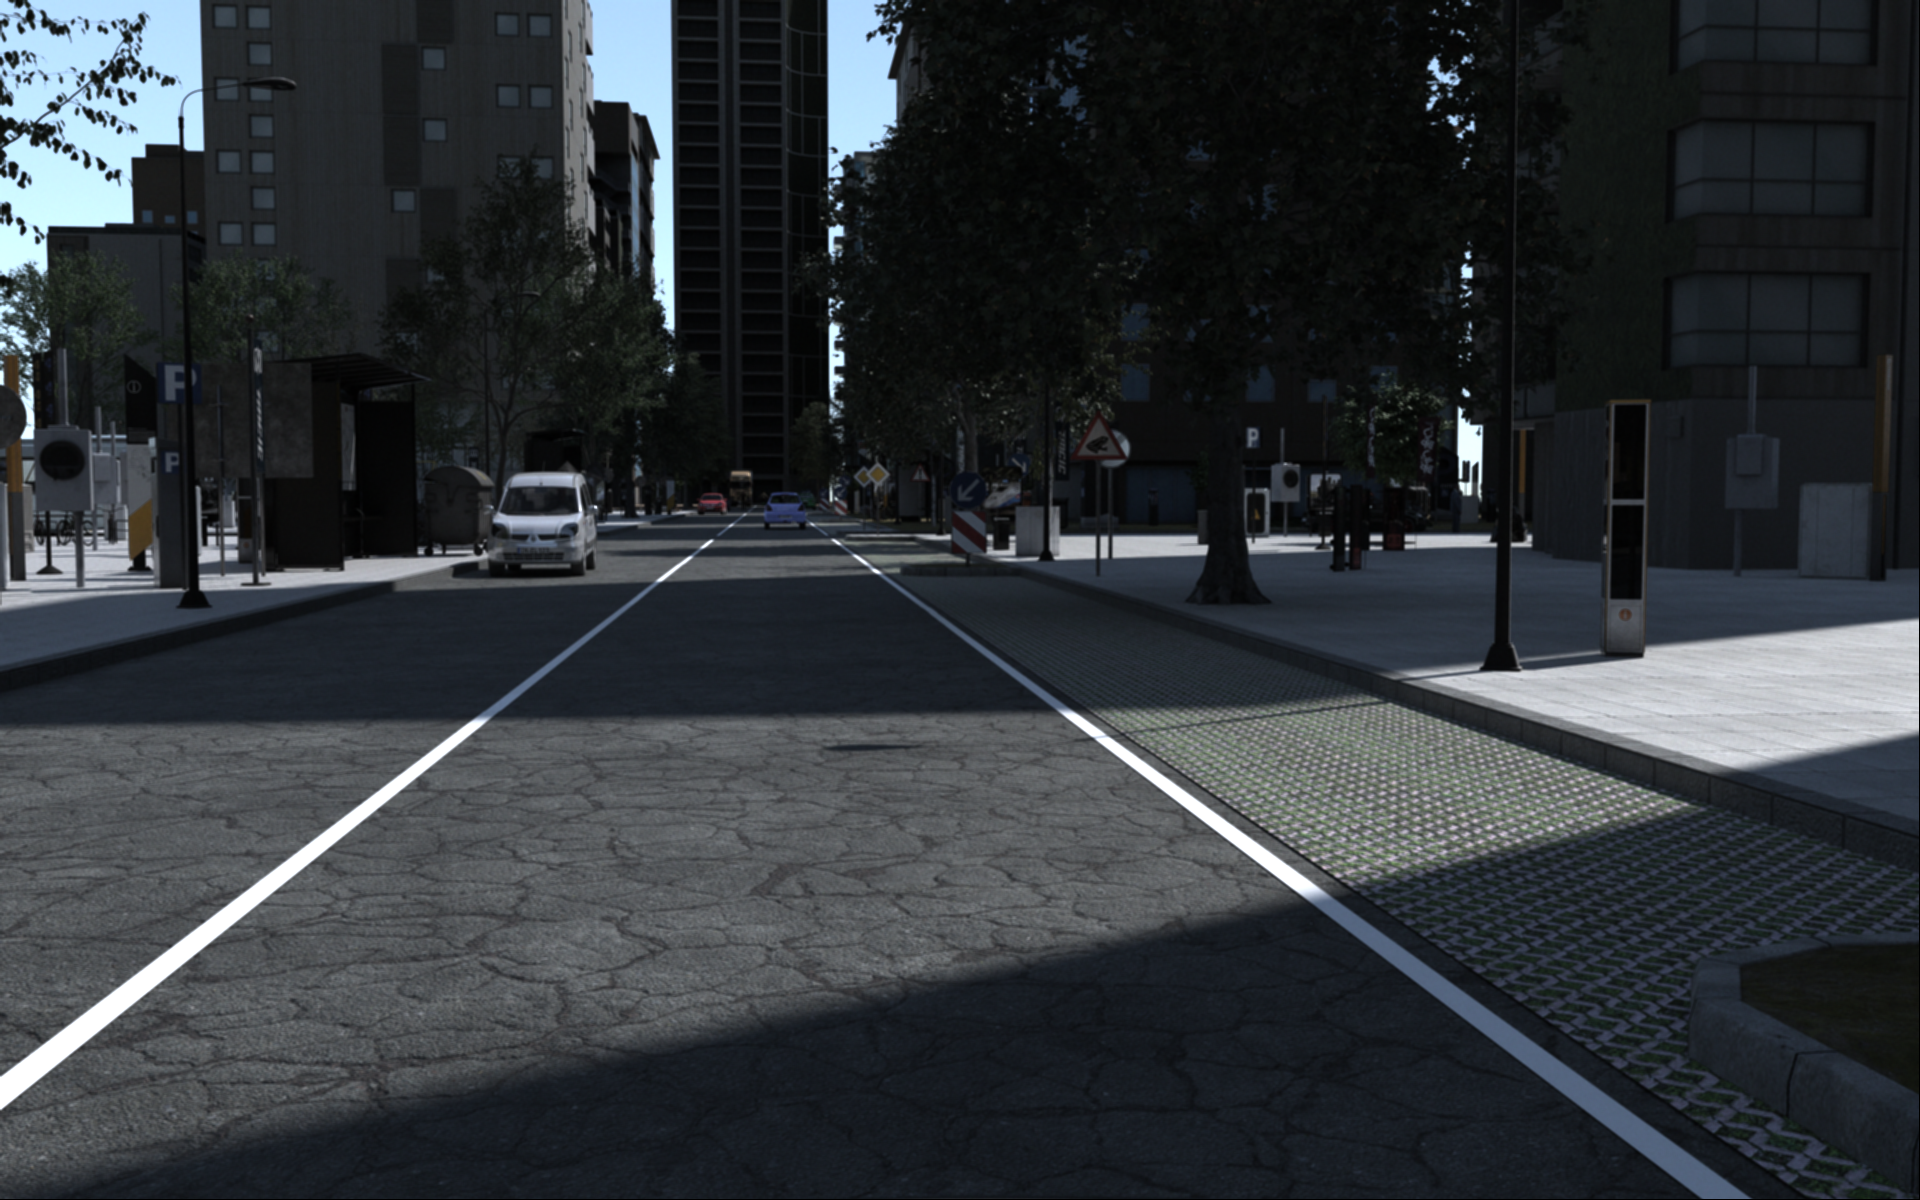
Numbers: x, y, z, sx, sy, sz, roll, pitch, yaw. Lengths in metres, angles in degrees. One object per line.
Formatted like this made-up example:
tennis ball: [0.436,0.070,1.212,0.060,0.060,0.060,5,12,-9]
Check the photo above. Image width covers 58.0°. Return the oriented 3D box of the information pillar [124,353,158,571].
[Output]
information pillar: [-13.636,-2.294,28.868,0.504,3.616,0.183,-1,4,-20]

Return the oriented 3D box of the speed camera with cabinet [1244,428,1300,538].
speed camera with cabinet: [9.125,-3.500,51.557,2.038,3.252,0.660,-2,4,-25]

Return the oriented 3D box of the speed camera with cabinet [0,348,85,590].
speed camera with cabinet: [-12.766,-1.765,23.186,2.038,3.252,0.660,-1,4,-23]

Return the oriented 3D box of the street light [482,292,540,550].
street light: [-10.353,-4.122,39.928,1.470,5.913,1.316,0,4,-6]

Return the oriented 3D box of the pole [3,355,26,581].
pole: [-13.939,-1.938,25.529,0.158,3.312,0.155,0,3,0]

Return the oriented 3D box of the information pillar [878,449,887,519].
information pillar: [-4.002,-5.976,89.064,0.504,3.616,0.183,-1,4,-11]

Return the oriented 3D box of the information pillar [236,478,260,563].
information pillar: [-13.221,-1.691,32.144,0.304,2.012,0.304,0,4,-6]

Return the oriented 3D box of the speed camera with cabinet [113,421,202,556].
speed camera with cabinet: [-16.717,-2.560,36.199,2.038,3.252,0.660,2,4,33]

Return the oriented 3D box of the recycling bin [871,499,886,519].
recycling bin: [-4.295,-4.798,91.001,0.722,1.027,0.722,0,4,-7]

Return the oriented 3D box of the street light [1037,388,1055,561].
street light: [1.120,-3.699,33.019,1.470,5.913,1.316,0,4,-6]

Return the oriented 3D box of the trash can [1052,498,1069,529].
trash can: [3.678,-3.196,63.906,0.748,1.137,0.748,0,3,0]

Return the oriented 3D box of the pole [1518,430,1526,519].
pole: [17.669,-3.708,54.462,0.158,3.312,0.155,0,3,0]

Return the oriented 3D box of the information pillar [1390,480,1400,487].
information pillar: [13.934,-3.912,55.323,0.183,3.616,0.504,-2,4,-24]

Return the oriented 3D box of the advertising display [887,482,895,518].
advertising display: [-3.611,-5.357,92.796,0.123,1.923,0.974,2,4,35]

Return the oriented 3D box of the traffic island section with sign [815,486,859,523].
traffic island section with sign: [-6.043,-4.725,85.876,1.989,1.847,2.006,0,4,-6]

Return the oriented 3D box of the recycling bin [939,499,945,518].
recycling bin: [-0.938,-4.844,91.756,0.722,1.027,0.722,-1,4,-17]

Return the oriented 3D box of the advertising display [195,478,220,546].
advertising display: [-18.618,-2.270,42.331,0.974,1.923,0.123,-3,4,-39]

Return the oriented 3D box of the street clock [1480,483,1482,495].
street clock: [35.672,-6.953,118.257,0.358,2.002,0.471,0,4,3]

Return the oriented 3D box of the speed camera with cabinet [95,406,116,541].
speed camera with cabinet: [-19.092,-2.779,39.773,0.660,3.252,2.038,3,5,44]

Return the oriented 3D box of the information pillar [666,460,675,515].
information pillar: [-17.729,-7.013,106.015,0.504,3.616,0.183,0,4,5]

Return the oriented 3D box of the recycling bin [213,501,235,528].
recycling bin: [-27.903,-3.247,65.647,0.722,1.027,0.722,-1,4,-17]

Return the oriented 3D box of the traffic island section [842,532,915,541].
traffic island section: [-2.510,-1.908,53.484,2.009,0.180,2.903,0,4,-6]

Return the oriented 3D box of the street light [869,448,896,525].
street light: [-3.169,-6.125,72.678,1.470,5.913,1.316,0,4,-6]

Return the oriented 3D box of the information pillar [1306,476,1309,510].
information pillar: [13.948,-3.930,68.741,0.304,2.012,0.304,-3,4,-36]

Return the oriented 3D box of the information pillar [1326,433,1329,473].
information pillar: [13.140,-4.332,62.190,0.183,3.616,0.504,0,4,3]

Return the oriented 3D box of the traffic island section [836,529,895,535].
traffic island section: [-3.375,-2.394,61.422,2.009,0.180,2.903,0,4,-6]

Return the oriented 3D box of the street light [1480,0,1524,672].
street light: [3.428,-2.441,12.452,1.470,5.913,1.316,0,4,-6]

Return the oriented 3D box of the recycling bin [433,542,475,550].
recycling bin: [-12.122,-1.769,41.481,0.722,1.027,0.722,2,4,35]

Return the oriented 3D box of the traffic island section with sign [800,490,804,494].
traffic island section with sign: [-14.416,-9.425,162.729,1.989,1.847,2.006,0,4,-6]

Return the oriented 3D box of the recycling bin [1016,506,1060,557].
recycling bin: [1.607,-1.422,35.804,0.722,1.027,0.722,2,4,26]

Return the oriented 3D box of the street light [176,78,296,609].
street light: [-8.113,-2.868,19.439,1.470,5.913,1.316,0,4,-6]

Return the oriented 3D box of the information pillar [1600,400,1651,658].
information pillar: [5.252,-0.562,13.682,0.304,2.012,0.304,1,4,13]

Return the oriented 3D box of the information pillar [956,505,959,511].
information pillar: [-0.257,-6.506,110.868,0.304,2.012,0.304,-2,4,-23]

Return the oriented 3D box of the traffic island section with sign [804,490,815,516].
traffic island section with sign: [-8.987,-6.379,112.920,1.989,1.847,2.006,0,4,-6]

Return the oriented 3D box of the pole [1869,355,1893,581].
pole: [13.549,-1.935,25.473,0.158,3.312,0.155,0,3,0]

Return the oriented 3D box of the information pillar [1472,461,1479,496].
information pillar: [36.385,-8.010,122.314,0.504,3.616,0.183,-1,4,-13]

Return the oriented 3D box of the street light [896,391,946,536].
street light: [-1.116,-4.952,53.508,1.470,5.913,1.316,0,4,-6]

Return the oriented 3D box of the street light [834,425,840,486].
street light: [-7.680,-8.689,114.611,1.470,5.913,1.316,0,4,-6]

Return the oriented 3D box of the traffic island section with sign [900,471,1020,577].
traffic island section with sign: [-0.043,-1.357,30.816,1.989,1.847,2.006,0,4,-6]

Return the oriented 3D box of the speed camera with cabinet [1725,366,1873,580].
speed camera with cabinet: [12.913,-1.973,26.596,2.038,3.252,0.660,2,4,34]

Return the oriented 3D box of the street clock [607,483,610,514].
street clock: [-22.579,-6.483,110.564,0.471,2.002,0.358,-1,4,-19]

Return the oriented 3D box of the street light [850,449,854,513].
street light: [-5.297,-7.378,93.179,1.470,5.913,1.316,0,4,-6]

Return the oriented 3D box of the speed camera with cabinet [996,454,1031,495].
speed camera with cabinet: [2.475,-5.614,86.129,2.038,3.252,0.660,-1,4,-13]

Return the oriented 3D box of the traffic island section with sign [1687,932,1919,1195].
traffic island section with sign: [2.877,0.282,4.019,1.989,1.847,2.006,0,4,-6]

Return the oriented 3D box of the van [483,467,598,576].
van: [-7.567,-1.499,31.526,2.013,2.044,4.112,0,4,-8]

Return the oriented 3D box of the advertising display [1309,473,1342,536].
advertising display: [11.058,-2.889,52.451,0.974,1.923,0.123,0,4,7]

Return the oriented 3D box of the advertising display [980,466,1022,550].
advertising display: [0.947,-2.119,39.863,0.974,1.923,0.123,-1,4,-9]
